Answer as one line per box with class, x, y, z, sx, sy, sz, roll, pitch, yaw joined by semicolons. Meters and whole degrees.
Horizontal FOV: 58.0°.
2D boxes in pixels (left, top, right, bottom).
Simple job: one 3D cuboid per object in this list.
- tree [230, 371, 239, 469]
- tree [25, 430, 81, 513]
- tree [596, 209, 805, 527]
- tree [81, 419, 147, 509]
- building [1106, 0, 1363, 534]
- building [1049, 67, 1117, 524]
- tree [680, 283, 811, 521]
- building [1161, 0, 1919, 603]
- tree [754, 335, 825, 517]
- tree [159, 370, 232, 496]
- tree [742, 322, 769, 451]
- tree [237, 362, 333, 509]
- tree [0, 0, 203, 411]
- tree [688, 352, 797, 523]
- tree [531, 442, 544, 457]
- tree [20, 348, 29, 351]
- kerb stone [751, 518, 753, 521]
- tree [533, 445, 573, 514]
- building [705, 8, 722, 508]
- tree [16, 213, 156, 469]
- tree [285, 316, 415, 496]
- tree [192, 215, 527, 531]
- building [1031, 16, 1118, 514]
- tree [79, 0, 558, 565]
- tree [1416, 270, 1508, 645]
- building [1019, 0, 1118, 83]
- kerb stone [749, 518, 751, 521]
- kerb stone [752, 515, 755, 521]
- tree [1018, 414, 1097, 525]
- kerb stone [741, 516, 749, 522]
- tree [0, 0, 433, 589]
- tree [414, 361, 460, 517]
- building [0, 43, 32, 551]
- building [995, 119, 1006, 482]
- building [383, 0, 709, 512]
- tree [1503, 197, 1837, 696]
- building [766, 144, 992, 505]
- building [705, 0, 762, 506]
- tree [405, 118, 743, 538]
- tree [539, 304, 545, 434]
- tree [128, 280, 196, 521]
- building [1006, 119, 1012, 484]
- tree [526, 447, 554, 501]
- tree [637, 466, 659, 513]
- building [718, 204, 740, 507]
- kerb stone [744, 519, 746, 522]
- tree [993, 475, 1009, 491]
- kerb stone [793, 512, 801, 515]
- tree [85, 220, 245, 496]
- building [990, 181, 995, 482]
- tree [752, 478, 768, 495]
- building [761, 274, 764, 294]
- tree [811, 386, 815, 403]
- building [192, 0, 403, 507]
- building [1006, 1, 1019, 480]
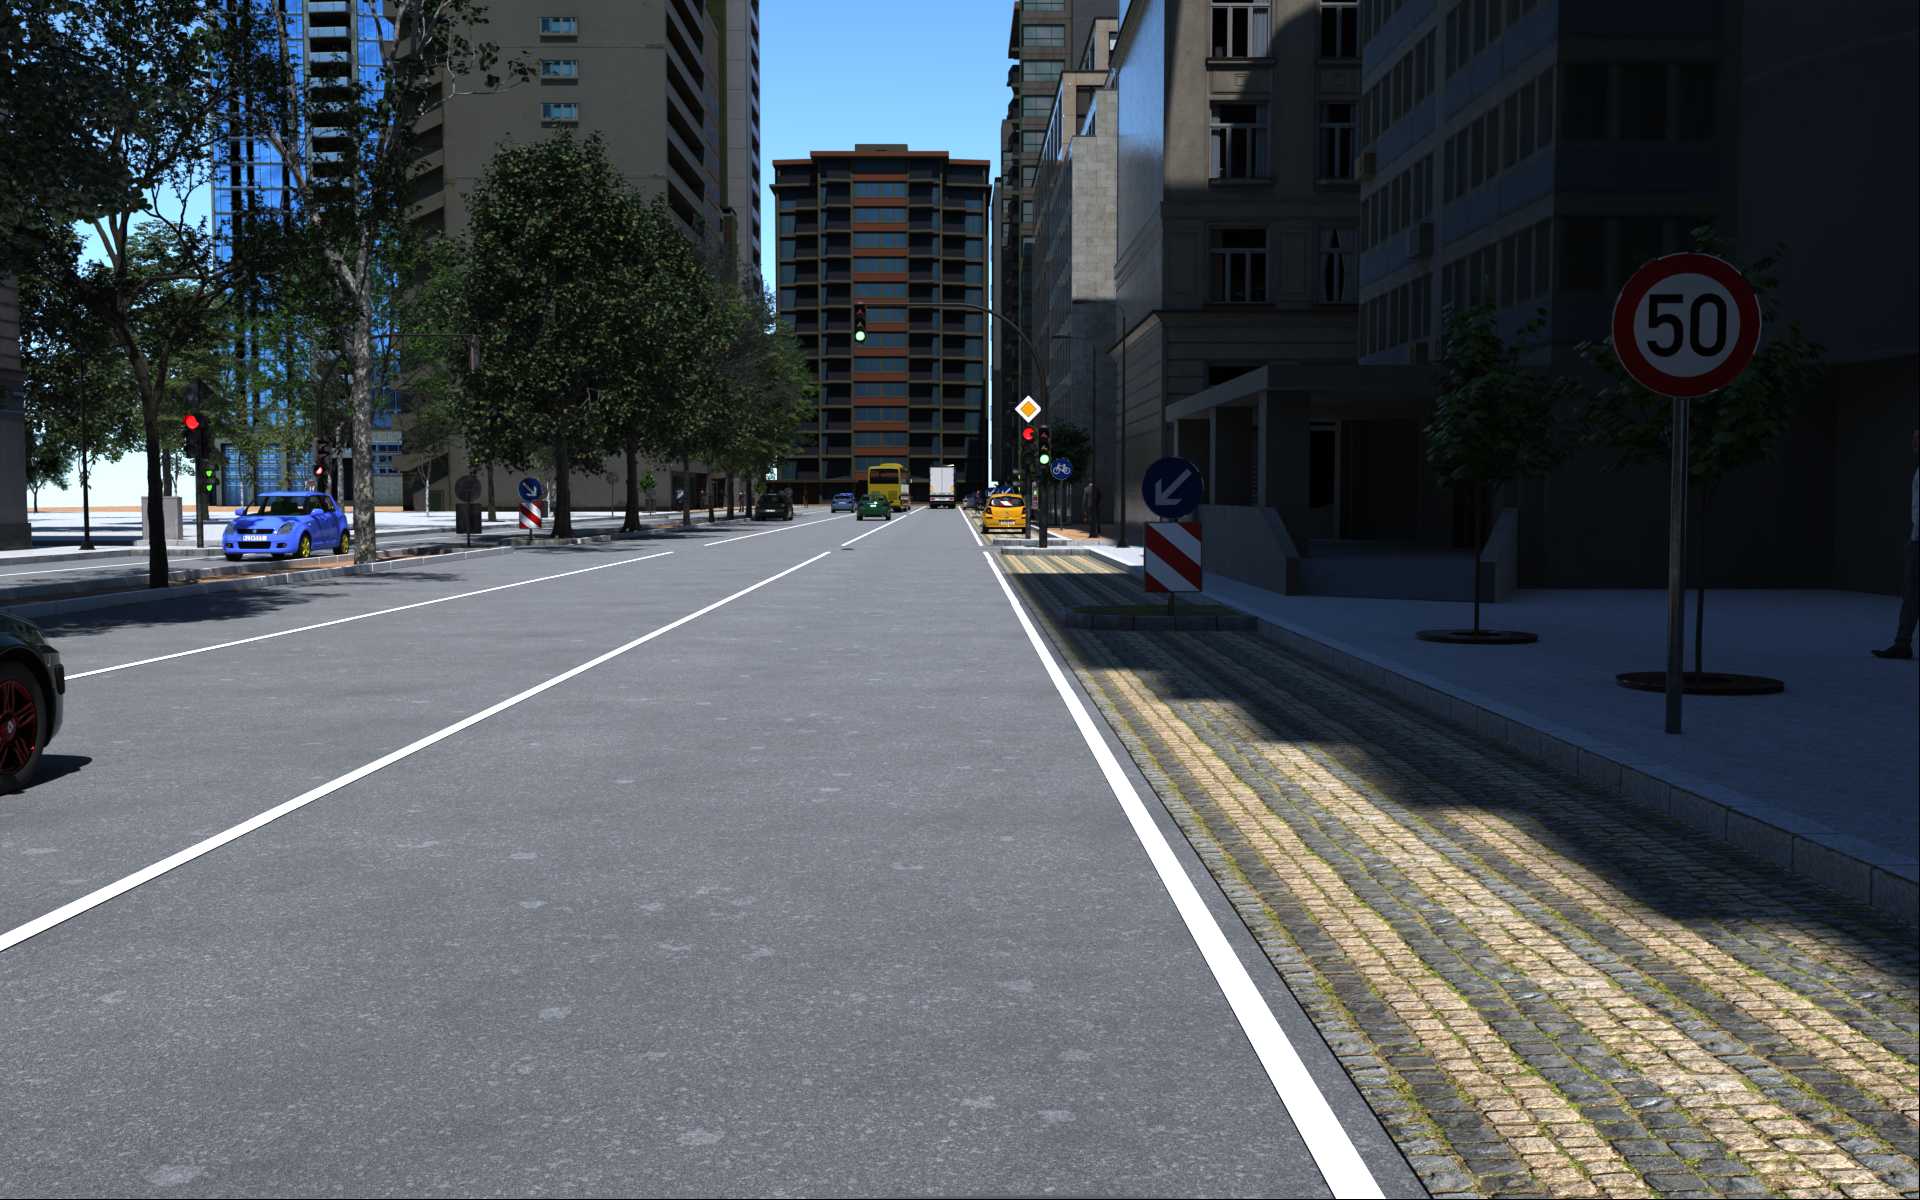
tree;-41.730;-9.219;101.089;4.737;8.622;4.395;0;3;0
tree;-70.026;-9.561;119.229;20.602;7.101;11.467;0;4;-4
tree;-11.772;-9.874;74.263;12.009;13.543;11.850;0;3;0
tree;-45.707;-8.586;90.739;4.737;8.622;4.395;0;3;0
building;20.128;-13.744;57.996;30.059;22.955;16.112;0;4;0
building;9.913;-13.906;82.114;10.420;20.320;16.860;0;4;0
tree;-12.330;-10.495;92.183;7.486;12.596;7.792;0;3;0
building;20.180;-20.533;27.600;32.217;40.220;23.993;0;4;0
tree;-12.327;-11.068;109.169;9.928;11.665;9.643;0;3;0
tree;-43.842;-8.913;96.088;4.737;8.622;4.395;0;3;0
tree;-12.044;-8.803;63.397;9.611;12.733;9.660;0;3;0
tree;-36.378;-8.886;95.650;4.737;8.622;4.395;0;3;0
tree;-11.849;-6.515;15.629;9.857;13.997;8.962;0;3;0
tree;-12.048;-9.013;84.239;8.767;10.594;7.601;0;4;0
tree;-21.228;-9.784;94.377;7.601;10.594;8.767;-1;4;-23
tree;-45.381;-8.043;81.863;4.737;8.622;4.395;0;3;0
kerb stone;-11.172;-4.230;91.366;0.120;0.150;1.000;0;4;0
tree;-26.873;-9.942;112.922;4.360;8.622;3.978;0;3;0
building;-28.963;-30.719;152.373;14.600;45.320;14.200;0;4;0
tree;-32.382;-8.632;58.139;9.611;12.733;9.660;0;3;0
tree;-24.832;-7.233;68.622;4.360;8.622;3.978;0;3;0
tree;-21.328;-8.296;61.390;9.928;11.665;9.643;0;3;0
building;14.845;-18.526;107.409;19.350;26.468;34.151;0;4;0
tree;-13.278;-10.825;35.343;12.611;20.169;13.585;0;3;0
tree;4.480;-1.251;15.058;1.663;3.219;1.824;0;3;0
building;11.485;-27.498;133.191;14.154;41.232;14.086;0;4;0
kerb stone;-11.166;-4.168;90.344;0.120;0.150;1.000;0;4;0
kerb stone;-11.172;-4.293;92.388;0.120;0.150;1.000;0;4;0
tree;4.023;-5.358;71.311;4.285;4.588;4.351;0;3;0
kerb stone;-11.156;-4.106;89.321;0.120;0.150;1.000;0;4;0
tree;-11.734;-5.418;25.456;8.767;10.594;7.601;0;4;0
tree;-29.394;-8.884;95.616;4.360;8.622;3.978;0;3;0
building;-30.424;-11.356;34.815;18.267;20.994;9.793;0;4;0
building;11.479;-31.106;192.175;14.154;41.232;14.086;0;4;0
building;-31.744;-31.235;134.394;21.300;48.544;21.600;0;4;0
tree;4.793;-1.033;11.491;1.663;3.219;1.824;0;3;0
building;-10.511;-34.549;219.508;28.867;44.769;22.147;0;4;0
building;-36.140;-39.525;188.237;28.212;58.520;21.231;0;4;0
tree;-12.164;-8.154;52.787;9.611;12.733;9.660;0;3;0
tree;-21.740;-9.409;79.589;9.928;11.665;9.643;0;3;0
tree;-36.401;-9.641;83.382;9.928;11.665;9.643;0;3;0
building;12.340;-30.225;177.776;14.154;41.232;14.086;0;4;0
tree;-28.539;-10.361;119.761;4.737;8.622;4.395;0;3;0
tree;-21.237;-7.543;117.923;1.663;3.219;1.824;0;3;0
building;-29.175;-24.174;166.952;14.160;30.474;14.107;0;4;0
kerb stone;-11.160;-4.043;88.299;0.120;0.150;1.000;0;4;0
tree;4.109;-11.123;176.465;1.663;3.219;1.824;0;3;0
kerb stone;-11.307;-5.986;120.065;0.120;0.150;1.000;0;4;0
tree;-33.470;-9.410;71.983;7.486;12.596;7.792;0;3;0
building;10.981;-32.584;216.337;14.086;41.232;14.154;0;4;0
tree;-21.000;-11.470;182.137;1.663;3.219;1.824;0;3;0
building;-31.979;-27.157;215.716;14.107;30.474;14.160;0;4;0
tree;-12.269;-10.958;99.755;7.486;12.596;7.792;0;3;0
building;-66.155;-53.436;186.352;31.000;86.520;22.319;0;4;0
building;15.390;-30.592;154.804;22.147;44.769;28.867;0;4;0
